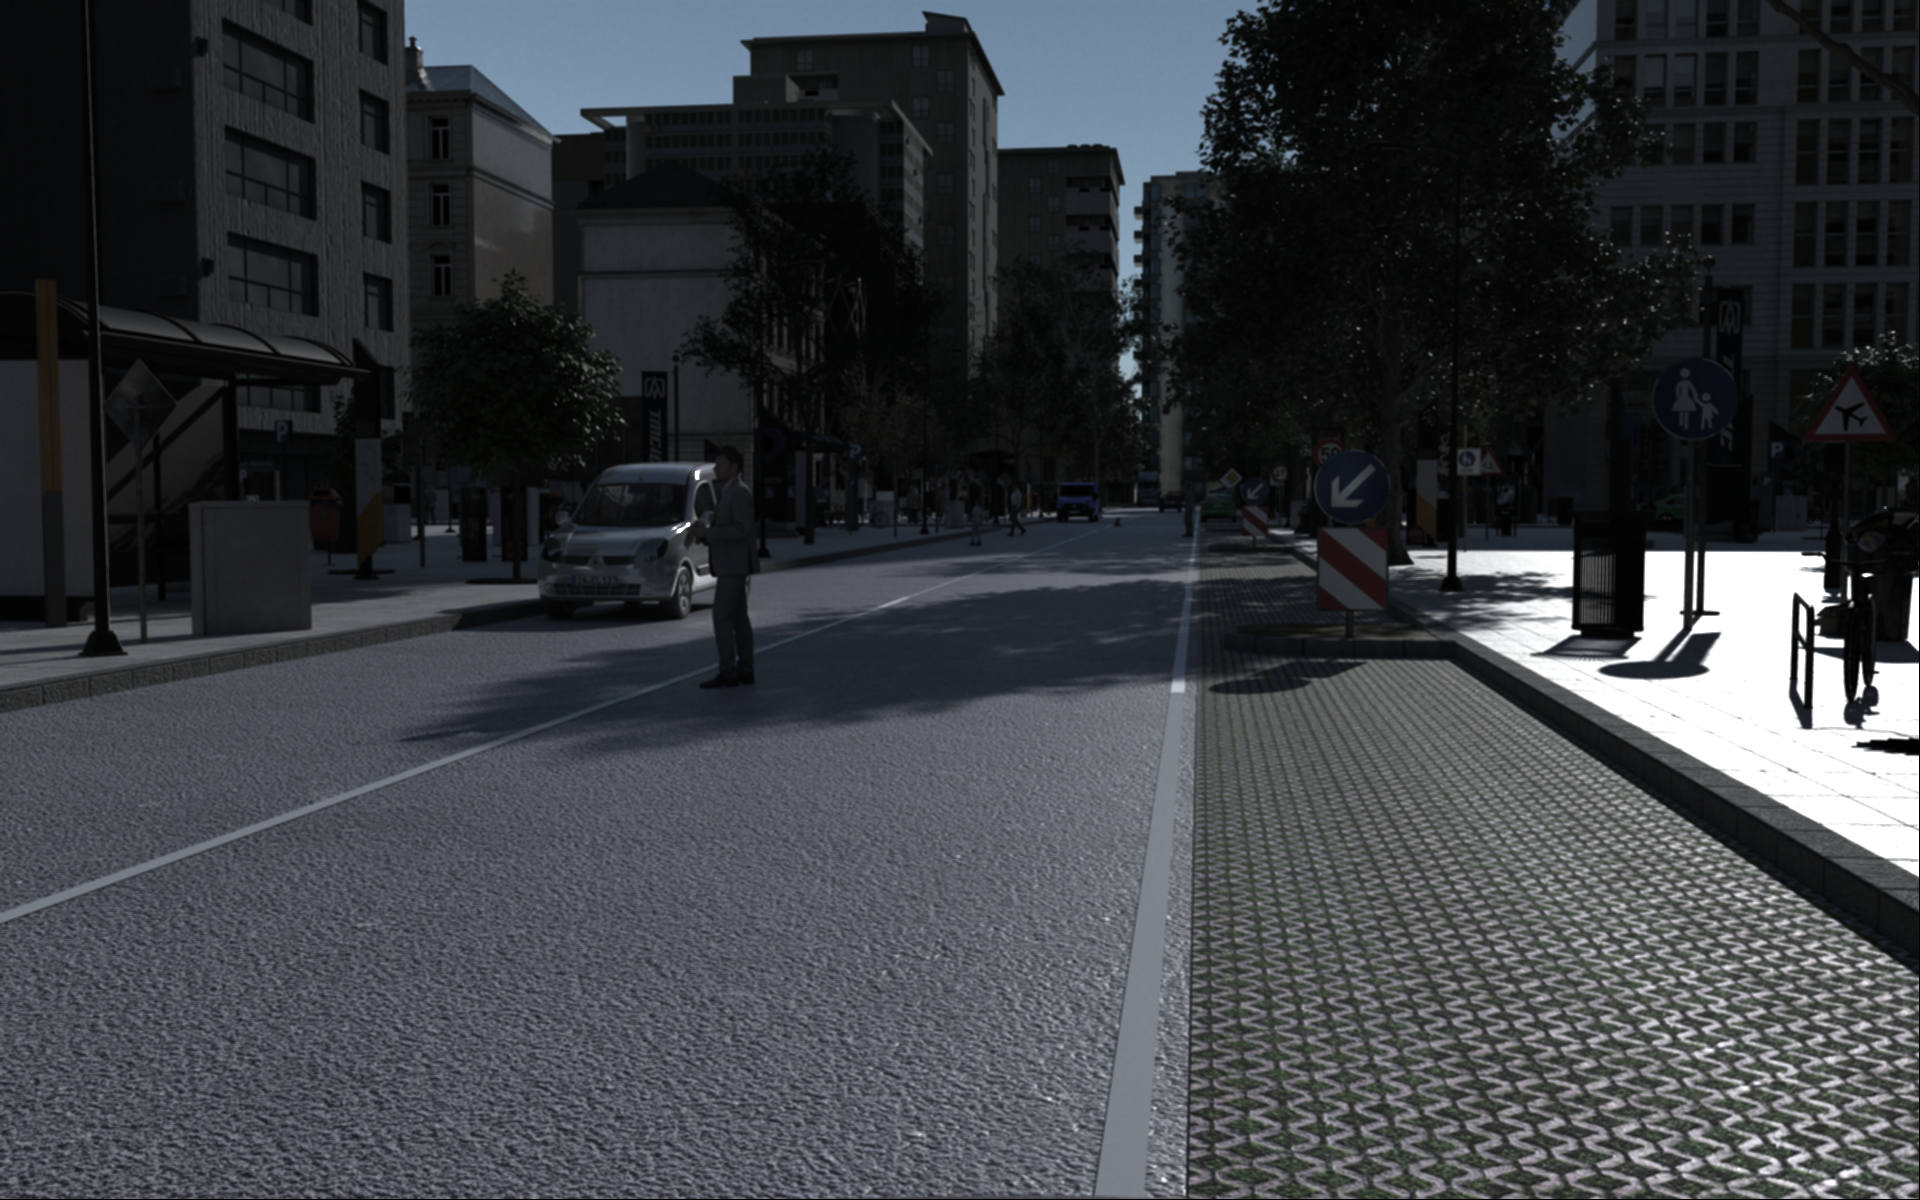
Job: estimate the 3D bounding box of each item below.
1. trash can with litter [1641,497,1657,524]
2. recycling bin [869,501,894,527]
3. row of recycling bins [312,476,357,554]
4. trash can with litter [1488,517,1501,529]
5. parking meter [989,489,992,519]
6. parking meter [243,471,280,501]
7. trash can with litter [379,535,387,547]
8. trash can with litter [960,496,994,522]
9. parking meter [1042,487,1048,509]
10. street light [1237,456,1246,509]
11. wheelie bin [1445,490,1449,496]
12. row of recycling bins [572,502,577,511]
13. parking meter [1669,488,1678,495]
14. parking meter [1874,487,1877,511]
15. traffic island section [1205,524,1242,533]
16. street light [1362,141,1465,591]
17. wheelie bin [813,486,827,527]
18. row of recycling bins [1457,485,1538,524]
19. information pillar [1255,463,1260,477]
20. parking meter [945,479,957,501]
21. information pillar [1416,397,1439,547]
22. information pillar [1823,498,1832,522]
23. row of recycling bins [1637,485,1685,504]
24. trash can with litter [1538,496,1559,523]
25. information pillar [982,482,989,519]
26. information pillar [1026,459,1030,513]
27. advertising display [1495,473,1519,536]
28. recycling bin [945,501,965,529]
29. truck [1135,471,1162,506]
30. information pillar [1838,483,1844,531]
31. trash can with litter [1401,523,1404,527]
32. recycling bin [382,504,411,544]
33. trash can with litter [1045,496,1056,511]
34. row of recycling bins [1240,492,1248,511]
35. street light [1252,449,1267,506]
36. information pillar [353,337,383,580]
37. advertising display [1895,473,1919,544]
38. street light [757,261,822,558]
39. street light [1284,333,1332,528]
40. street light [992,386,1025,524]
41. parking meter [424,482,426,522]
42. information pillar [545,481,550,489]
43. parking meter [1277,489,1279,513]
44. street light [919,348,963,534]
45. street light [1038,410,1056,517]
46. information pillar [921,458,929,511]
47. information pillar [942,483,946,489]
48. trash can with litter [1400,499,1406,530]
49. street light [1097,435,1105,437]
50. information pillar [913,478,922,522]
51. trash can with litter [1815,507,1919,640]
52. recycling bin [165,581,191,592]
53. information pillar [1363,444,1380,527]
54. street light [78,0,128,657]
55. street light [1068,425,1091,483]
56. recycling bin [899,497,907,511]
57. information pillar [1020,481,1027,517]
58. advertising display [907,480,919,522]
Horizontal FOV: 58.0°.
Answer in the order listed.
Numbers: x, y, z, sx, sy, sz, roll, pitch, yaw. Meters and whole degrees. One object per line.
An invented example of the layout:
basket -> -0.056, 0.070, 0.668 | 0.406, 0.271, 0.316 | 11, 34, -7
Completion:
trash can with litter -> 25.280, -3.151, 62.898 | 1.055, 1.170, 0.624 | 2, 4, 23
recycling bin -> -3.059, -3.350, 67.328 | 0.722, 1.027, 0.722 | 3, 4, 36
row of recycling bins -> -13.754, -1.931, 38.677 | 1.069, 1.692, 3.534 | -2, 4, -28
trash can with litter -> 19.830, -3.207, 63.816 | 0.624, 1.170, 1.055 | -1, 4, -16
parking meter -> 1.464, -4.996, 90.100 | 0.372, 1.533, 0.369 | 0, 3, 0
parking meter -> -7.670, -0.650, 19.046 | 0.372, 1.533, 0.369 | 0, 3, 0
trash can with litter -> -14.370, -1.862, 41.830 | 0.624, 1.170, 1.055 | 1, 4, 14
trash can with litter -> 0.664, -4.159, 79.057 | 2.233, 1.210, 1.678 | -1, 4, -22
parking meter -> 6.726, -8.056, 137.428 | 0.399, 1.863, 0.255 | -1, 4, -13
street light -> 14.424, -6.862, 84.733 | 1.470, 5.913, 1.316 | 0, 4, 8
wheelie bin -> 24.768, -4.835, 86.960 | 0.980, 1.594, 0.693 | -3, 5, -41
row of recycling bins -> -12.209, -3.161, 58.801 | 1.069, 1.692, 3.534 | -3, 5, -41
parking meter -> 29.293, -3.837, 71.138 | 0.372, 1.533, 0.369 | 0, 3, 0
parking meter -> 40.858, -4.362, 77.030 | 0.399, 1.863, 0.255 | 2, 4, 28
traffic island section -> 10.311, -2.648, 65.578 | 2.009, 0.180, 2.903 | 0, 4, 8
street light -> 5.989, -3.079, 22.889 | 1.470, 5.913, 1.316 | 0, 4, 8
wheelie bin -> -5.628, -3.626, 67.197 | 0.693, 1.594, 0.980 | 3, 5, 41
row of recycling bins -> 23.103, -4.141, 74.824 | 3.534, 1.692, 1.069 | 0, 4, 1
information pillar -> 20.178, -7.739, 117.893 | 0.504, 3.616, 0.183 | -1, 4, -16
parking meter -> -0.340, -3.715, 66.453 | 0.399, 1.863, 0.255 | 3, 5, 40
information pillar -> 11.283, -3.083, 41.767 | 0.504, 3.616, 0.183 | 2, 4, 28
information pillar -> 39.485, -4.542, 78.760 | 0.304, 2.012, 0.304 | 3, 4, 36
row of recycling bins -> 30.776, -4.268, 76.887 | 3.534, 1.692, 1.069 | -1, 4, -21
trash can with litter -> 26.027, -4.040, 77.111 | 2.233, 1.210, 1.678 | -1, 4, -8
information pillar -> 1.279, -5.075, 87.473 | 0.304, 2.012, 0.304 | -2, 4, -25
information pillar -> 4.497, -7.534, 114.530 | 0.183, 3.616, 0.504 | -2, 4, -27
advertising display -> 16.689, -2.915, 52.866 | 0.123, 1.923, 0.974 | -1, 4, -20
recycling bin -> -0.193, -3.188, 64.675 | 0.722, 1.027, 0.722 | 0, 4, 2
truck -> 23.000, -13.374, 208.416 | 2.967, 4.110, 18.799 | 1, 4, 9
information pillar -> 30.769, -3.413, 60.290 | 0.304, 2.012, 0.304 | 1, 4, 12
trash can with litter -> 15.986, -3.246, 64.462 | 1.055, 1.170, 0.624 | 1, 4, 21
recycling bin -> -14.722, -1.978, 44.892 | 0.722, 1.027, 0.722 | 1, 4, 12
trash can with litter -> 6.441, -6.776, 122.179 | 0.624, 1.170, 1.055 | -2, 4, -29
row of recycling bins -> 23.017, -7.911, 136.458 | 1.069, 1.692, 3.534 | 2, 4, 29
street light -> 11.756, -5.641, 64.779 | 1.470, 5.913, 1.316 | 0, 4, 8
information pillar -> -8.849, -2.111, 25.875 | 0.504, 3.616, 0.183 | 2, 4, 31
advertising display -> 20.008, -1.900, 36.271 | 0.123, 1.923, 0.974 | -1, 4, -16
street light -> -3.439, -3.800, 34.672 | 1.470, 5.913, 1.316 | 0, 4, 8
street light -> 8.770, -4.352, 43.691 | 1.470, 5.913, 1.316 | 0, 4, 8
street light -> 2.110, -6.238, 74.533 | 1.470, 5.913, 1.316 | 0, 4, 8
parking meter -> -24.439, -4.467, 78.746 | 0.255, 1.863, 0.399 | 0, 4, -7
information pillar -> -22.427, -5.506, 94.514 | 0.304, 2.012, 0.304 | 1, 4, 17
parking meter -> 21.603, -6.806, 116.984 | 0.255, 1.863, 0.399 | -2, 4, -29
street light -> -0.600, -5.064, 55.345 | 1.470, 5.913, 1.316 | 0, 4, 8
street light -> 5.006, -7.503, 95.211 | 1.470, 5.913, 1.316 | 0, 4, 8
information pillar -> -2.312, -7.499, 113.969 | 0.504, 3.616, 0.183 | 0, 4, 0
information pillar -> -1.514, -8.882, 149.715 | 0.304, 2.012, 0.304 | 1, 4, 22
trash can with litter -> 15.149, -3.075, 61.342 | 2.233, 1.210, 1.678 | -3, 5, -42
street light -> 10.802, -10.074, 137.245 | 1.470, 5.913, 1.316 | 0, 4, 8
information pillar -> -1.946, -4.580, 79.380 | 0.304, 2.012, 0.304 | -1, 4, -22
trash can with litter -> 8.015, -0.248, 15.442 | 0.624, 1.170, 1.055 | 0, 4, -8
recycling bin -> -10.142, -0.638, 22.979 | 0.722, 1.027, 0.722 | 0, 4, -2
information pillar -> 10.262, -3.151, 42.875 | 0.504, 3.616, 0.183 | 0, 4, -2
street light -> -6.292, -2.508, 13.541 | 1.470, 5.913, 1.316 | 0, 4, 8
street light -> 7.804, -8.768, 115.890 | 1.470, 5.913, 1.316 | 0, 4, 8
recycling bin -> -4.013, -7.070, 128.141 | 0.722, 1.027, 0.722 | -2, 4, -33
information pillar -> 3.522, -5.613, 96.267 | 0.304, 2.012, 0.304 | 3, 5, 43
advertising display -> -2.127, -4.489, 78.613 | 0.123, 1.923, 0.974 | 2, 4, 23
